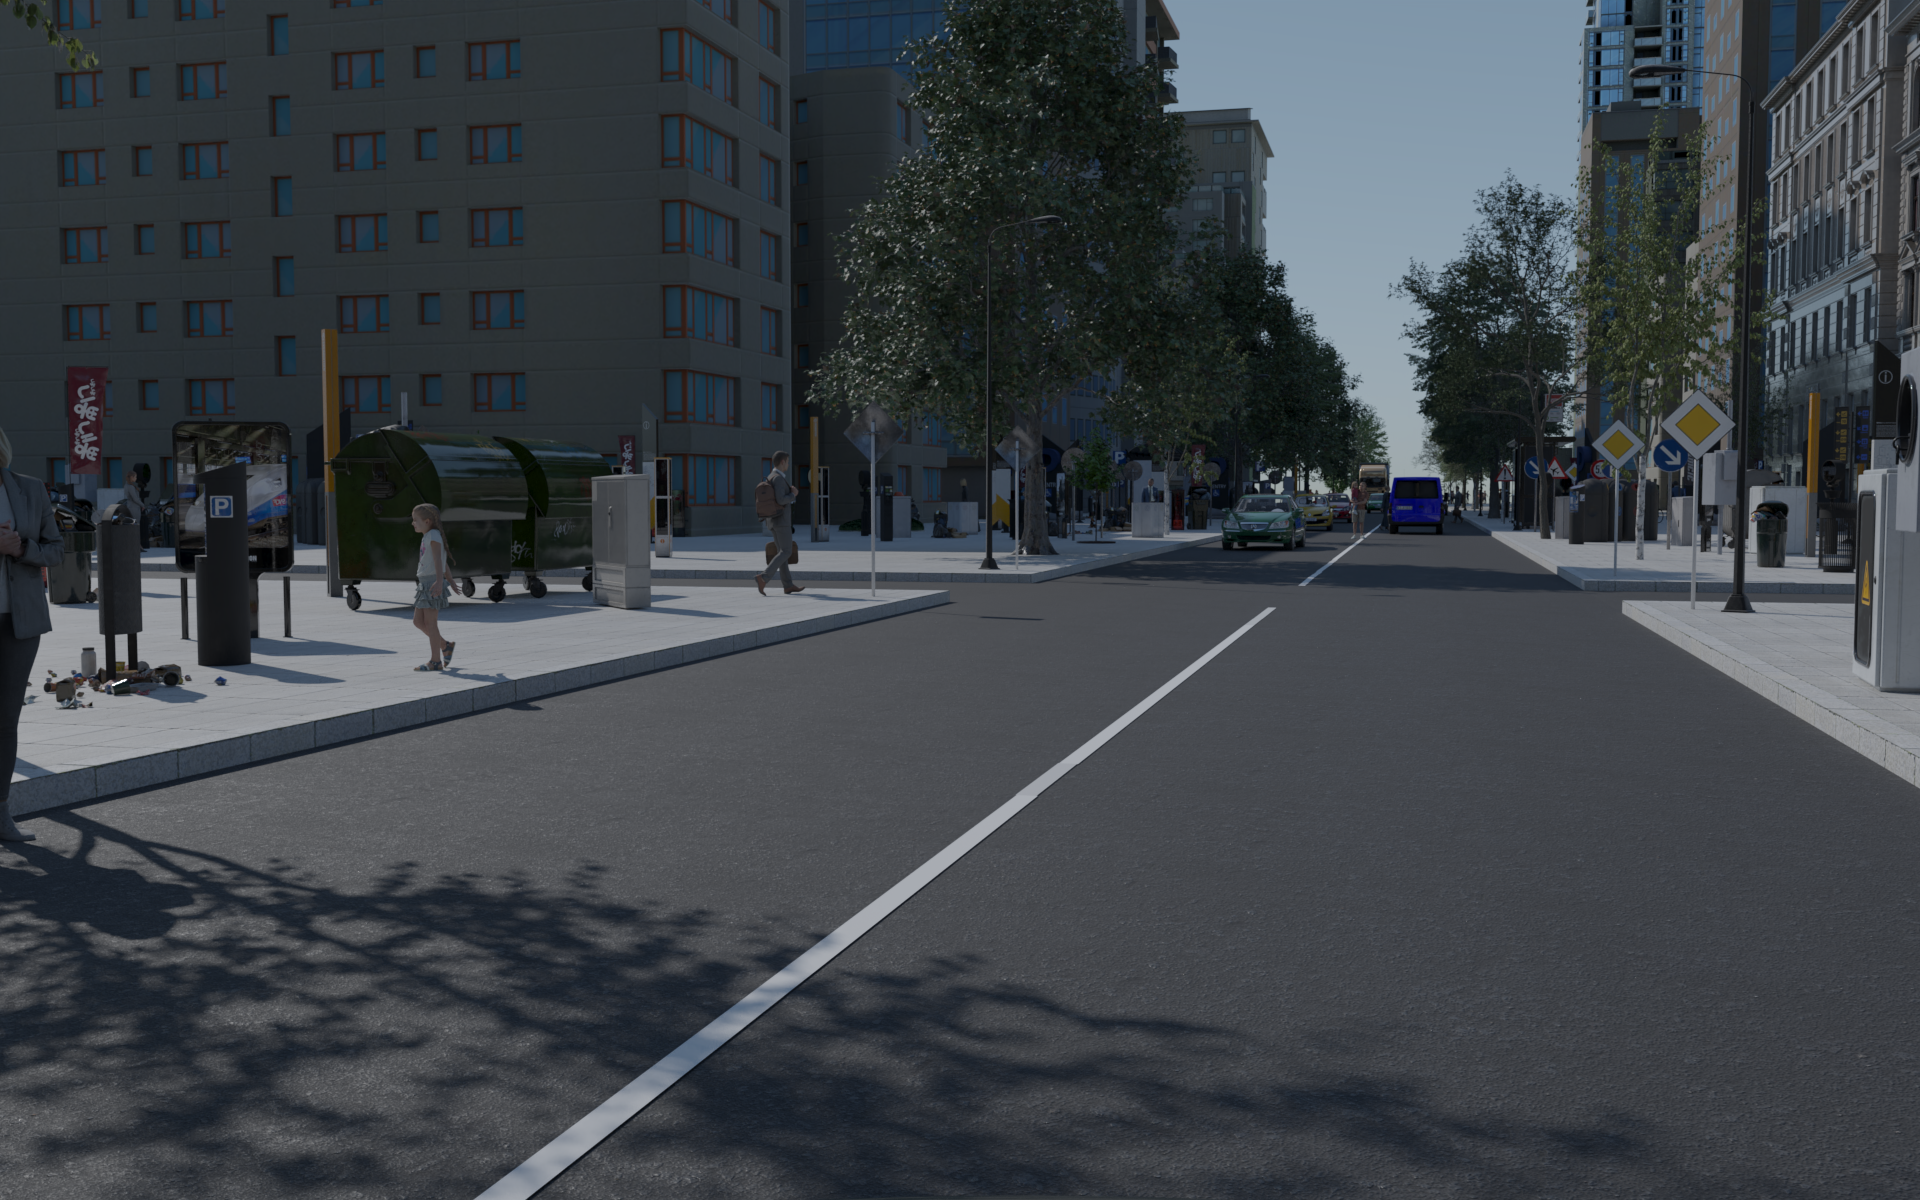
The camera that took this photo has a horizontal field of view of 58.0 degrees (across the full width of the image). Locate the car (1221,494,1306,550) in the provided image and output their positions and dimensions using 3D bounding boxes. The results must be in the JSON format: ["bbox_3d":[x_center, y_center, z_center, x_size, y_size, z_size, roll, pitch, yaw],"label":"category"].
[{"bbox_3d":[8.063,-2.076,45.737,2.131,1.459,4.920,1,4,17],"label":"car"}]

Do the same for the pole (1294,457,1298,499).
[{"bbox_3d":[18.728,-6.282,96.555,0.158,3.312,0.155,0,3,0],"label":"pole"}]

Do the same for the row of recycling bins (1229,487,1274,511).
[{"bbox_3d":[15.703,-5.420,95.727,3.534,1.692,1.069,0,4,-8],"label":"row of recycling bins"}]

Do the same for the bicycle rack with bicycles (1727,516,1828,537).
[{"bbox_3d":[24.593,-2.369,52.108,2.925,0.926,2.852,2,4,27],"label":"bicycle rack with bicycles"}]

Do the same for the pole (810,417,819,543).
[{"bbox_3d":[-3.851,-3.180,45.837,0.158,3.312,0.155,0,3,0],"label":"pole"}]

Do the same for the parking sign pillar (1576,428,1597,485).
[{"bbox_3d":[25.309,-4.984,69.968,1.447,3.967,1.447,0,4,5],"label":"parking sign pillar"}]

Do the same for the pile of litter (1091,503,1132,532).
[{"bbox_3d":[5.545,-2.898,61.341,1.176,0.858,1.719,-1,4,-22],"label":"pile of litter"}]

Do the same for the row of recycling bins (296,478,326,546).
[{"bbox_3d":[-16.333,-2.283,44.438,1.069,1.692,3.534,-2,4,-31],"label":"row of recycling bins"}]

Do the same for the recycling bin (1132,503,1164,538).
[{"bbox_3d":[5.542,-2.356,51.074,0.722,1.027,0.722,3,4,36],"label":"recycling bin"}]

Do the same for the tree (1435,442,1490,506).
[{"bbox_3d":[53.063,-16.083,181.079,7.486,12.596,7.792,0,3,0],"label":"tree"}]

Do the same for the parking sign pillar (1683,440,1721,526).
[{"bbox_3d":[30.088,-5.002,70.256,1.447,3.967,1.447,1,4,10],"label":"parking sign pillar"}]

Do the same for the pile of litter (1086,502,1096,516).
[{"bbox_3d":[7.937,-5.260,99.972,1.719,0.858,1.176,2,4,35],"label":"pile of litter"}]

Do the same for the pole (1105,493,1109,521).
[{"bbox_3d":[6.989,-5.404,82.193,0.158,3.312,0.155,0,3,0],"label":"pole"}]

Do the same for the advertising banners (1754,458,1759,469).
[{"bbox_3d":[39.191,-5.408,84.612,2.074,3.025,0.090,-3,5,-41],"label":"advertising banners"}]

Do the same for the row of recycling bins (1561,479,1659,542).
[{"bbox_3d":[17.838,-2.447,47.126,3.534,1.692,1.069,-3,5,-41],"label":"row of recycling bins"}]

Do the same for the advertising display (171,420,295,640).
[{"bbox_3d":[-6.429,-0.620,15.352,0.974,1.923,0.123,-1,4,-15],"label":"advertising display"}]

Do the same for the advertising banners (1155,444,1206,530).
[{"bbox_3d":[7.692,-3.983,61.304,2.074,3.025,0.090,2,4,26],"label":"advertising banners"}]

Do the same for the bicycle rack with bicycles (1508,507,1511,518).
[{"bbox_3d":[30.209,-4.731,90.736,2.925,0.926,2.852,-1,4,-13],"label":"bicycle rack with bicycles"}]

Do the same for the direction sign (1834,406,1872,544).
[{"bbox_3d":[23.007,-3.226,44.743,0.379,3.537,0.876,-3,4,-38],"label":"direction sign"}]

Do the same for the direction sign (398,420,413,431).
[{"bbox_3d":[-17.057,-3.753,53.352,0.876,3.537,0.379,3,5,43],"label":"direction sign"}]

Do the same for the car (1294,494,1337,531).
[{"bbox_3d":[13.908,-3.571,68.614,2.015,1.641,3.980,1,4,13],"label":"car"}]

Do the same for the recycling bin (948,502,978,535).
[{"bbox_3d":[0.090,-2.591,54.922,0.722,1.027,0.722,-3,4,-36],"label":"recycling bin"}]

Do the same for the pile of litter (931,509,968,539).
[{"bbox_3d":[-0.321,-2.251,50.775,1.176,0.858,1.719,1,4,11],"label":"pile of litter"}]

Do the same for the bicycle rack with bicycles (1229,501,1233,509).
[{"bbox_3d":[13.826,-4.901,93.515,2.852,0.926,2.925,0,4,6],"label":"bicycle rack with bicycles"}]

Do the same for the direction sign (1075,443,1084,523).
[{"bbox_3d":[5.328,-5.200,77.024,0.379,3.537,0.876,1,4,22],"label":"direction sign"}]

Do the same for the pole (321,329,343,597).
[{"bbox_3d":[-7.807,-1.694,21.539,0.158,3.312,0.155,0,3,0],"label":"pole"}]

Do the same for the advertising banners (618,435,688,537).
[{"bbox_3d":[-9.114,-3.377,51.407,2.074,3.025,0.090,0,4,3],"label":"advertising banners"}]

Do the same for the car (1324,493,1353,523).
[{"bbox_3d":[18.775,-4.756,86.794,2.155,1.783,4.494,1,4,14],"label":"car"}]

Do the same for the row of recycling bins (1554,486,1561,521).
[{"bbox_3d":[27.659,-4.634,82.871,1.069,1.692,3.534,-1,4,-9],"label":"row of recycling bins"}]

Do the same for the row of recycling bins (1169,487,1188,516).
[{"bbox_3d":[13.289,-5.697,100.257,3.534,1.692,1.069,0,4,7],"label":"row of recycling bins"}]

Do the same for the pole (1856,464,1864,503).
[{"bbox_3d":[30.346,-3.947,58.373,0.158,3.312,0.155,0,3,0],"label":"pole"}]

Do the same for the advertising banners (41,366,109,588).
[{"bbox_3d":[-12.651,-1.671,23.508,2.074,3.025,0.090,-1,4,-17],"label":"advertising banners"}]

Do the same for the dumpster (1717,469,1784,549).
[{"bbox_3d":[18.710,-2.153,40.967,1.264,1.857,1.865,1,4,15],"label":"dumpster"}]

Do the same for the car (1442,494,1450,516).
[{"bbox_3d":[32.033,-6.548,116.841,2.009,1.686,4.222,1,4,15],"label":"car"}]

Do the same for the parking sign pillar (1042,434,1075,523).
[{"bbox_3d":[3.796,-5.179,73.149,1.447,3.967,1.447,2,4,29],"label":"parking sign pillar"}]

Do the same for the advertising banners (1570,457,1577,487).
[{"bbox_3d":[29.952,-5.316,83.098,2.074,3.025,0.090,-2,4,-28],"label":"advertising banners"}]

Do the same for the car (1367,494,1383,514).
[{"bbox_3d":[31.167,-7.334,128.711,1.959,1.807,4.718,1,4,14],"label":"car"}]

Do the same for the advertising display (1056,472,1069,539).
[{"bbox_3d":[2.964,-2.748,50.151,0.123,1.923,0.974,-1,4,-12],"label":"advertising display"}]

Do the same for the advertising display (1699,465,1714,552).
[{"bbox_3d":[16.572,-2.032,38.436,0.123,1.923,0.974,2,4,34],"label":"advertising display"}]

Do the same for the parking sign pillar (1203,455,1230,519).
[{"bbox_3d":[13.125,-6.128,88.666,1.447,3.967,1.447,1,4,14],"label":"parking sign pillar"}]

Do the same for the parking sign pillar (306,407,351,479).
[{"bbox_3d":[-19.445,-3.970,53.378,1.447,3.967,1.447,-2,4,-24],"label":"parking sign pillar"}]

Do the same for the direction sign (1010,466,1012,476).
[{"bbox_3d":[1.843,-5.097,75.335,0.876,3.537,0.379,1,4,14],"label":"direction sign"}]

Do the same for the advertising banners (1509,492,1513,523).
[{"bbox_3d":[25.014,-4.869,75.790,2.074,3.025,0.090,-1,4,-13],"label":"advertising banners"}]

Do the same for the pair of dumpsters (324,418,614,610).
[{"bbox_3d":[-5.785,-1.127,20.922,1.574,2.255,4.437,1,4,15],"label":"pair of dumpsters"}]

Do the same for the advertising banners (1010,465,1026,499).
[{"bbox_3d":[2.033,-4.508,69.901,0.090,3.025,2.074,-3,5,-41],"label":"advertising banners"}]

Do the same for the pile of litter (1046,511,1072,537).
[{"bbox_3d":[2.531,-2.371,52.731,1.719,0.858,1.176,2,4,31],"label":"pile of litter"}]

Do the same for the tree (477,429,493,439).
[{"bbox_3d":[-14.221,-3.486,51.592,1.663,3.219,1.824,0,3,0],"label":"tree"}]

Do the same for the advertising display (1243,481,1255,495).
[{"bbox_3d":[14.017,-4.833,84.225,0.123,1.923,0.974,-2,4,-23],"label":"advertising display"}]

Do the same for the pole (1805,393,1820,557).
[{"bbox_3d":[17.237,-2.518,35.018,0.158,3.312,0.155,0,3,0],"label":"pole"}]

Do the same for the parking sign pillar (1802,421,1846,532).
[{"bbox_3d":[29.855,-4.367,59.866,1.447,3.967,1.447,-3,5,-42],"label":"parking sign pillar"}]

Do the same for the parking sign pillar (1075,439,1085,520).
[{"bbox_3d":[5.458,-5.921,85.278,1.447,3.967,1.447,-3,5,-41],"label":"parking sign pillar"}]

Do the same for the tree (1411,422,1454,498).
[{"bbox_3d":[67.481,-20.021,237.711,12.009,13.543,11.850,0,3,0],"label":"tree"}]

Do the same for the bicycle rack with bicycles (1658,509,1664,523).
[{"bbox_3d":[29.579,-3.839,76.147,2.925,0.926,2.852,-1,4,-11],"label":"bicycle rack with bicycles"}]
